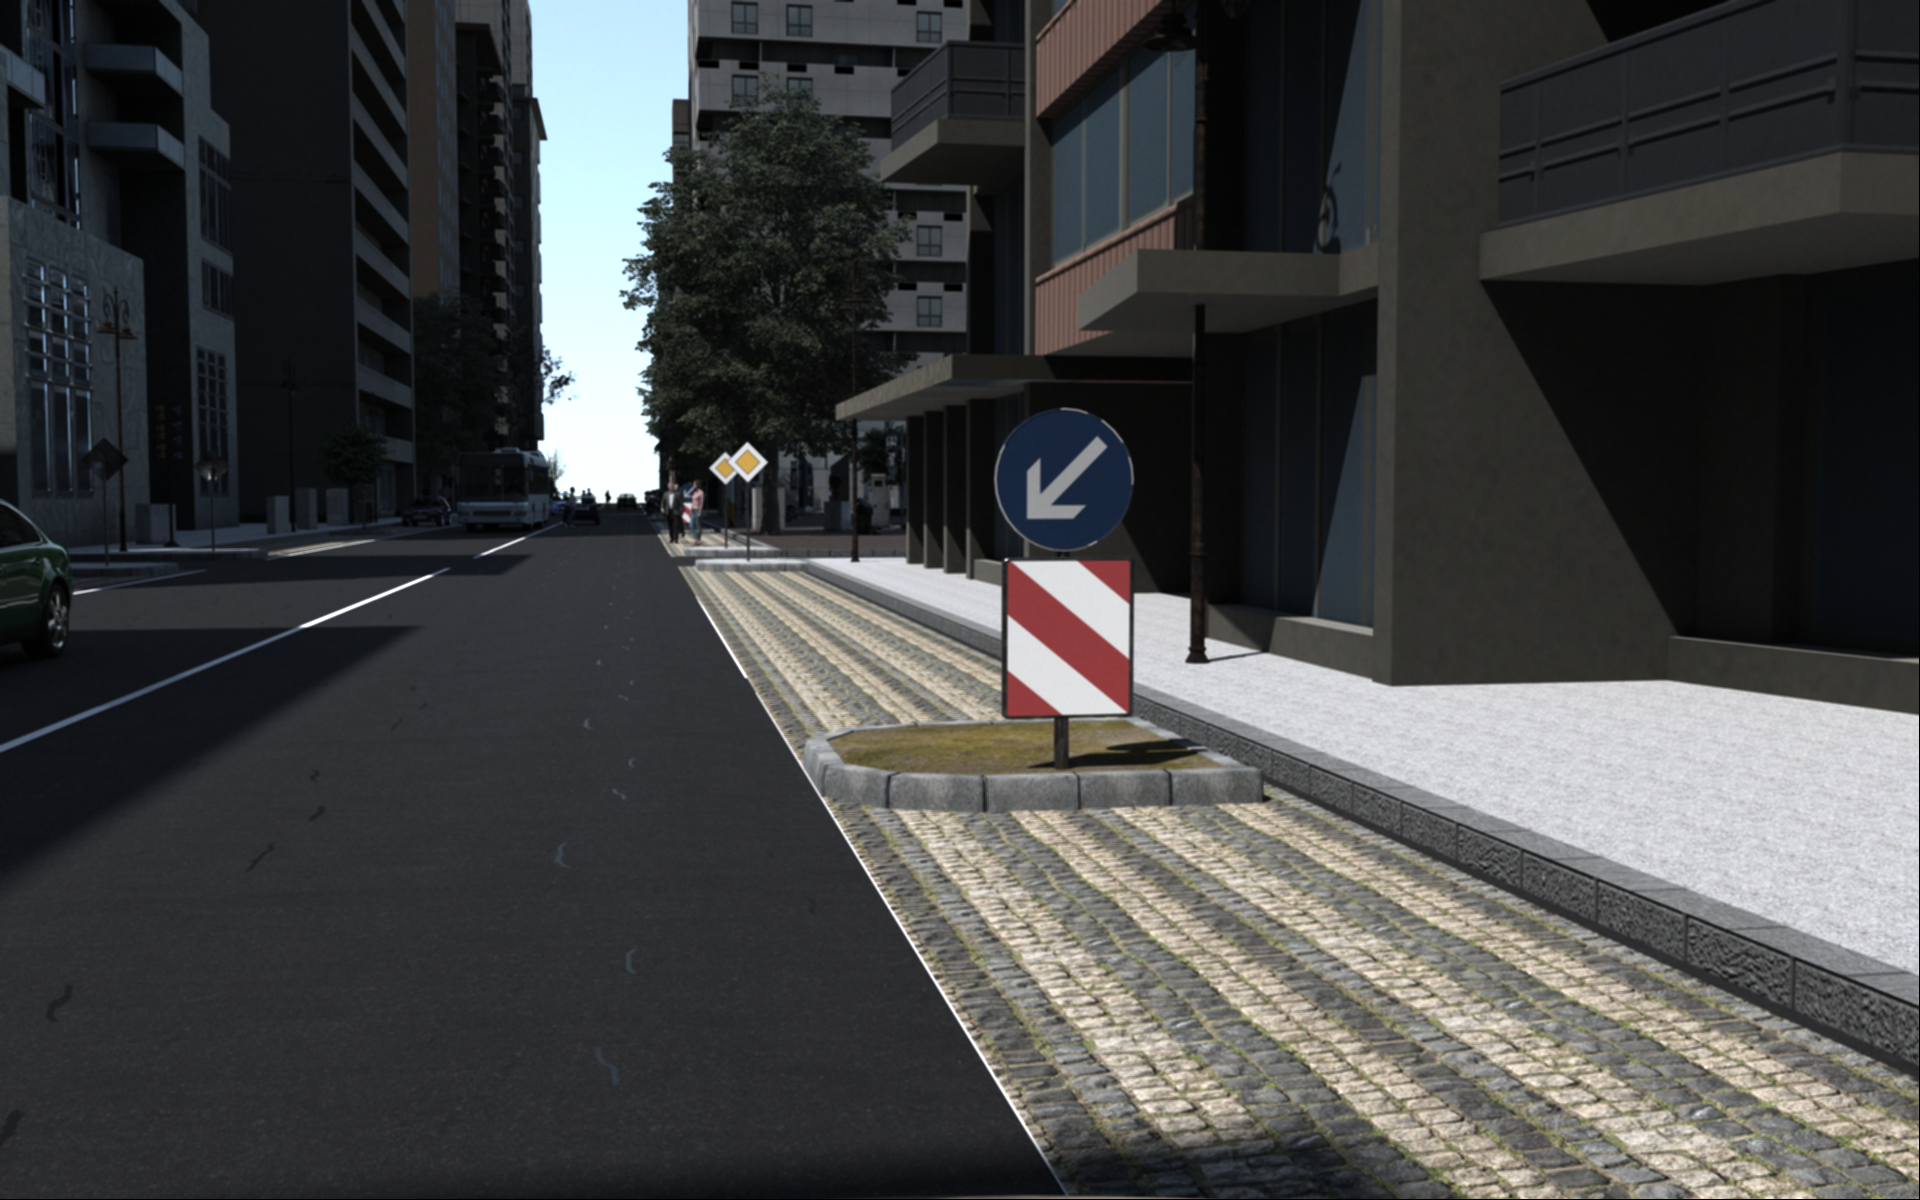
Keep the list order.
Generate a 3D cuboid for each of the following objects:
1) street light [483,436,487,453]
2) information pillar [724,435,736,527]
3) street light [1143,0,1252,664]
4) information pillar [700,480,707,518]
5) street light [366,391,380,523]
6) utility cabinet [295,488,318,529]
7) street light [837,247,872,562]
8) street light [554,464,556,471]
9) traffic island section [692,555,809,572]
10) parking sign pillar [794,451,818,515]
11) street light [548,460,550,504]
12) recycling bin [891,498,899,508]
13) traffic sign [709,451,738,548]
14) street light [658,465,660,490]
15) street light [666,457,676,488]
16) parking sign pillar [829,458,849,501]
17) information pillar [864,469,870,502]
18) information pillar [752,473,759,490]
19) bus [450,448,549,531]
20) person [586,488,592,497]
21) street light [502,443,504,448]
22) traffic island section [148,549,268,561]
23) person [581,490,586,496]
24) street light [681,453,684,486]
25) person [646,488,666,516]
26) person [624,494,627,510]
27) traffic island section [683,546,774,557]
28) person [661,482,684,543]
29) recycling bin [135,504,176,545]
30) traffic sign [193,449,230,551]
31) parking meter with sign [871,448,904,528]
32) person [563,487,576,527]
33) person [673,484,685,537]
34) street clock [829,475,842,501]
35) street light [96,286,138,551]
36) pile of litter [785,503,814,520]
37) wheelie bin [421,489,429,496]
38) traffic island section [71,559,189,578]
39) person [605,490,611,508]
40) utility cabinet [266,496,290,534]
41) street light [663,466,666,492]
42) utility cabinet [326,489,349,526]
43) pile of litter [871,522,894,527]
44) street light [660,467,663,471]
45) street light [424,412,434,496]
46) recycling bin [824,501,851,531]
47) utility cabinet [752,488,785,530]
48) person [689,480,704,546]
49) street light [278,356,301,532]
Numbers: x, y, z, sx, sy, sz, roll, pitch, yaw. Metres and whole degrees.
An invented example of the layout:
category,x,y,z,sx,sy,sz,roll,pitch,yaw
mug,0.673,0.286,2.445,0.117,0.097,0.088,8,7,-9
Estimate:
category,x,y,z,sx,sy,sz,roll,pitch,yaw
street light,-36.878,-9.884,134.383,0.468,5.910,1.993,-1,4,-11
information pillar,-8.894,-4.619,66.874,0.504,3.616,0.183,3,5,43
street light,1.806,-2.460,13.006,0.468,5.910,1.993,-1,4,-11
information pillar,-13.491,-5.299,91.124,0.304,2.012,0.304,-2,4,-24
street light,-26.329,-6.428,77.891,0.468,5.910,1.993,-1,4,-11
utility cabinet,-23.638,-3.302,62.660,0.318,1.500,1.173,-3,5,-44
street light,-1.986,-3.660,32.634,0.468,5.910,1.993,-1,4,-11
street light,-59.784,-17.301,255.651,0.468,5.910,1.993,-1,4,-11
traffic island section,-4.019,-0.660,33.064,2.009,0.180,2.903,-1,4,-11
parking sign pillar,-9.474,-7.226,106.615,1.447,3.967,1.447,1,4,18
street light,-55.823,-16.048,235.169,0.468,5.910,1.993,-1,4,-11
recycling bin,-4.352,-6.024,111.048,0.722,1.027,0.722,2,4,24
traffic sign,-5.523,-2.274,40.829,0.795,2.450,0.064,-1,4,-11
street light,-43.264,-17.040,251.393,0.468,5.910,1.993,-1,4,-11
street light,-31.621,-13.279,189.901,0.468,5.910,1.993,-1,4,-11
parking sign pillar,-7.927,-7.656,113.649,1.447,3.967,1.447,-2,4,-29
information pillar,-4.994,-6.215,92.965,0.183,3.616,0.504,-3,4,-39
information pillar,-13.505,-7.524,114.365,0.504,3.616,0.183,0,4,0
bus,-18.250,-4.569,69.562,2.948,3.499,13.247,-1,4,-10
person,-24.312,-6.432,113.694,0.654,1.822,0.581,3,4,37
street light,-40.582,-11.085,154.028,0.468,5.910,1.993,-1,4,-11
traffic island section,-16.745,-1.010,38.799,2.009,0.180,2.903,-1,4,-11
person,-28.216,-7.364,129.582,0.721,1.739,1.217,2,4,31
street light,-24.174,-10.866,150.443,0.468,5.910,1.993,-1,4,-11
person,-19.366,-6.249,110.885,1.509,1.804,0.699,3,5,39
person,-29.865,-8.725,154.419,0.557,1.426,1.065,-1,4,-16
traffic island section,-5.501,-1.139,40.911,2.009,0.180,2.903,-1,4,-11
person,-8.336,-2.525,50.183,0.661,1.777,0.834,-1,4,-9
recycling bin,-20.647,-1.951,44.456,0.722,1.027,0.722,2,4,34
traffic sign,-16.723,-2.147,38.742,0.795,2.450,0.064,-1,4,-11
parking meter with sign,-2.975,-4.198,64.897,1.738,3.016,0.543,0,4,3
person,-16.782,-3.995,74.482,0.598,1.740,0.731,-2,4,-27
person,-9.375,-2.961,57.330,0.576,1.772,0.534,1,4,10
street clock,-4.783,-3.784,66.443,0.471,2.002,0.358,0,4,3
street light,-18.749,-4.027,38.634,0.468,5.910,1.993,-1,4,-11
pile of litter,-8.335,-4.520,87.867,1.176,0.858,1.719,1,4,13
wheelie bin,-33.906,-6.271,110.431,0.980,1.594,0.693,-1,4,-14
traffic island section,-15.263,-0.530,30.952,2.009,0.180,2.903,-1,4,-11
person,-35.381,-10.149,174.306,0.599,1.838,0.709,2,4,34
utility cabinet,-21.969,-2.729,55.777,0.306,1.237,1.020,0,4,4
street light,-35.672,-14.587,211.287,0.468,5.910,1.993,-1,4,-11
utility cabinet,-24.985,-3.718,69.473,1.173,1.500,0.318,3,5,41
pile of litter,-3.223,-3.354,68.795,1.719,0.858,1.176,3,4,38
street light,-39.542,-15.824,231.511,0.468,5.910,1.993,-1,4,-11
street light,-29.989,-7.655,97.953,0.468,5.910,1.993,-1,4,-11
recycling bin,-4.242,-2.903,60.020,0.722,1.027,0.722,2,4,27
utility cabinet,-6.833,-3.246,61.759,1.173,1.500,0.318,-2,4,-34
person,-7.267,-2.397,47.696,0.555,1.821,0.388,3,5,39
street light,-22.499,-5.228,58.270,0.468,5.910,1.993,-1,4,-11
